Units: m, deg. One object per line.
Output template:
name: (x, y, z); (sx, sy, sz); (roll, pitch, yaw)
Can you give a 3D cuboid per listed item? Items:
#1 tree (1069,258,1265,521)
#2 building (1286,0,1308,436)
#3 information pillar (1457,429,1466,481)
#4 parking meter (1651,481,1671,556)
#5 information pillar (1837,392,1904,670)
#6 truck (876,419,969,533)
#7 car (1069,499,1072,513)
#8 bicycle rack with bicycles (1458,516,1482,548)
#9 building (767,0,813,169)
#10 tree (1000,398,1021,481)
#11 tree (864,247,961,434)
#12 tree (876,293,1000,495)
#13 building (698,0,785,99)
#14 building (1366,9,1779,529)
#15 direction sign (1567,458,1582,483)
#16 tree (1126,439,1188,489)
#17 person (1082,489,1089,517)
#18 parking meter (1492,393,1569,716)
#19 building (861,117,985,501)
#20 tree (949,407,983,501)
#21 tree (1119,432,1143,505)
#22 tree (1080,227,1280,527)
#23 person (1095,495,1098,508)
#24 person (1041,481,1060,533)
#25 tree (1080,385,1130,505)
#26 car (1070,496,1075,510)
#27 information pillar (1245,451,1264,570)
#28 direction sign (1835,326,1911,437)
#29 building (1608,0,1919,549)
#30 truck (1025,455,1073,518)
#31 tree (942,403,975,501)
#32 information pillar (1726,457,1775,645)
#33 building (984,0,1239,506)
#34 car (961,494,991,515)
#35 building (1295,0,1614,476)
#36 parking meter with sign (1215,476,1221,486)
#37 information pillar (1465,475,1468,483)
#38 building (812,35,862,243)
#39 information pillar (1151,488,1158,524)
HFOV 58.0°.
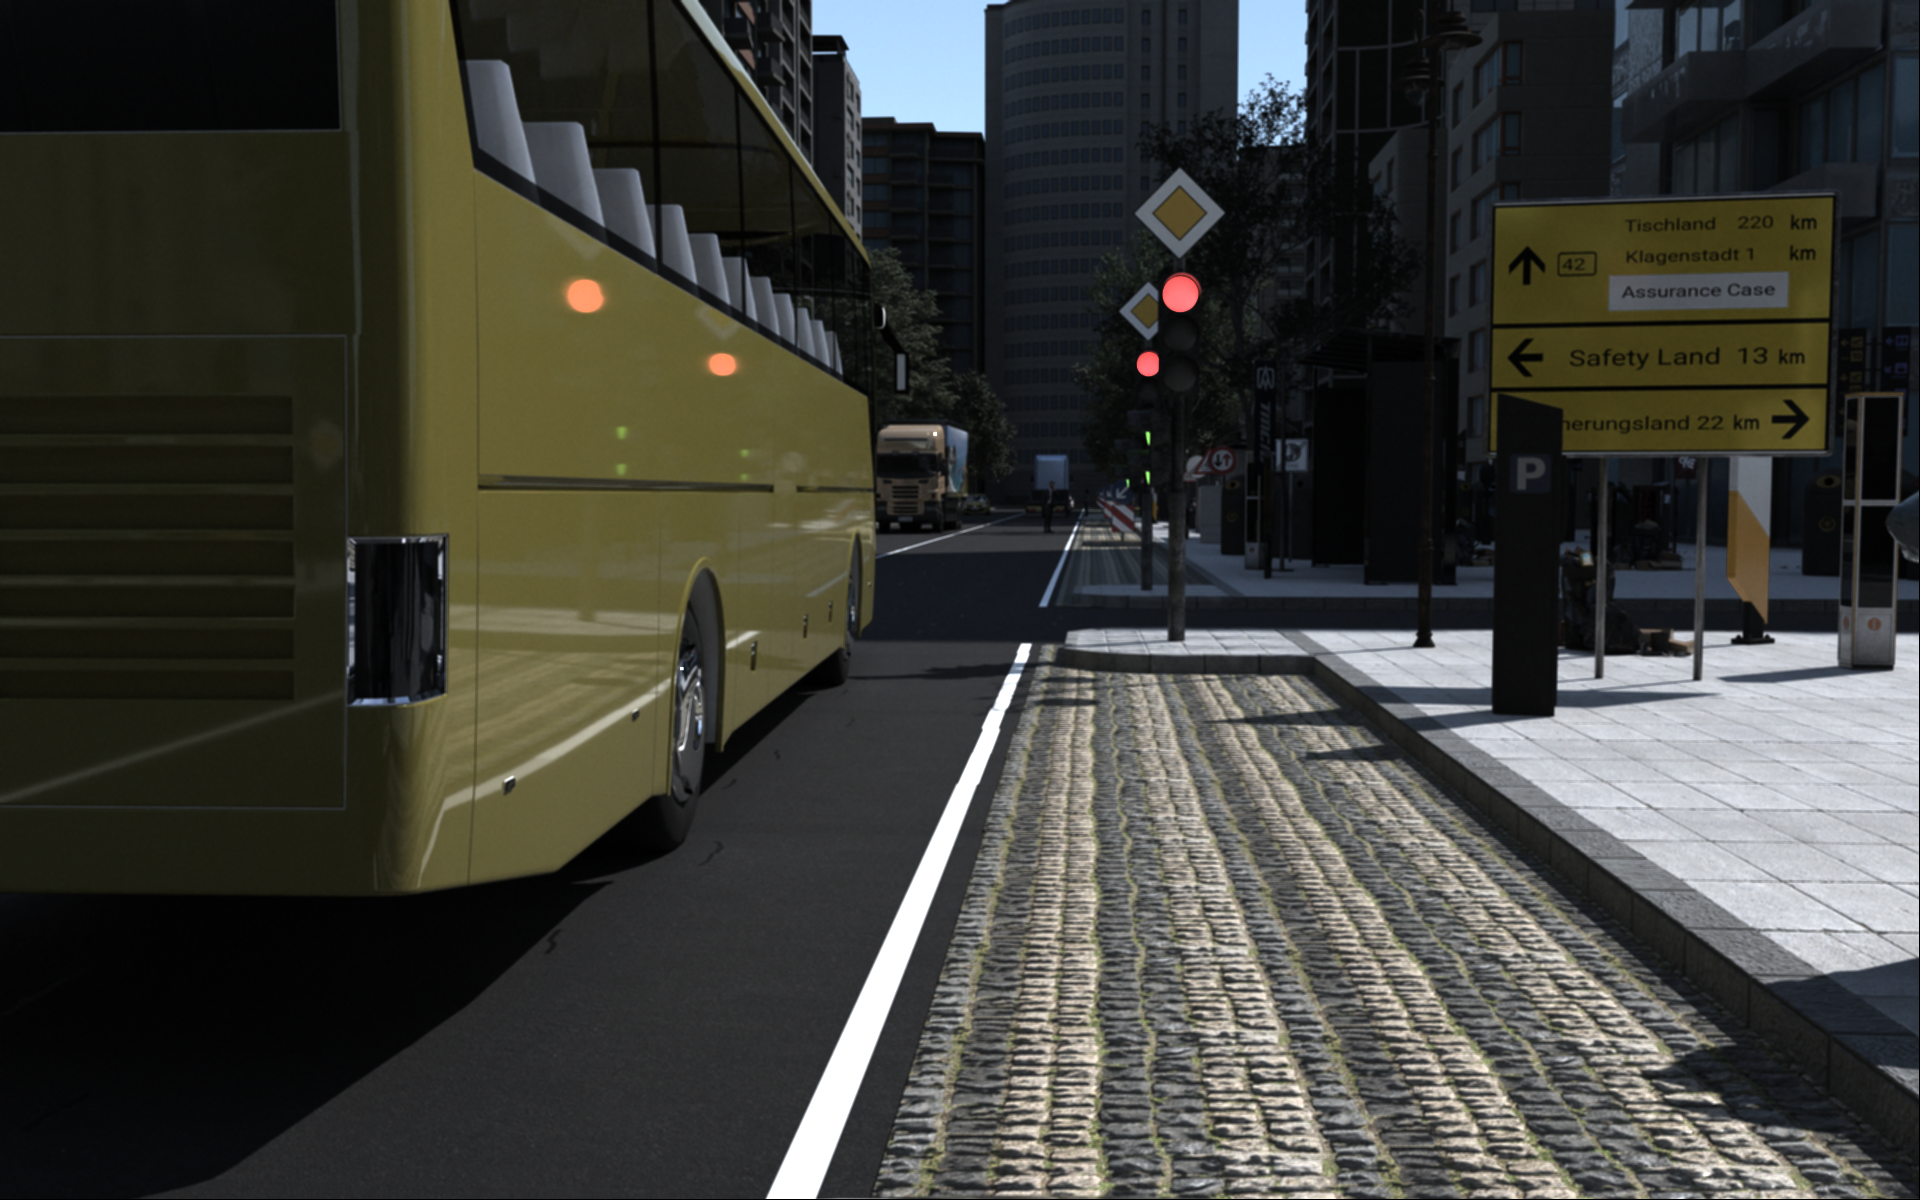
tree: (9.843, -10.163, 83.177); (9.611, 12.733, 9.660); (0, 3, 0)
building: (37.358, -50.832, 143.776); (22.319, 86.520, 31.000); (0, 4, 4)
information pillar: (17.945, -4.339, 62.290); (0.504, 3.616, 0.183); (3, 5, 39)
parking meter: (13.551, -1.538, 33.554); (0.372, 1.533, 0.369); (0, 3, 0)
information pillar: (6.665, -0.501, 12.688); (0.304, 2.012, 0.304); (1, 4, 8)
truck: (-1.447, -4.784, 67.127); (2.839, 4.237, 11.283); (0, 4, 6)
car: (7.416, -7.352, 129.988); (2.009, 1.686, 4.222); (0, 4, 6)
bicycle rack with bicycles: (10.769, -1.673, 40.732); (2.925, 0.926, 2.852); (0, 4, 6)
building: (-20.469, -42.835, 138.605); (20.563, 71.187, 20.611); (0, 4, 4)
tree: (0.895, -14.693, 157.240); (9.611, 12.733, 9.660); (0, 3, 0)
tree: (-3.857, -9.863, 79.392); (7.486, 12.596, 7.792); (0, 3, 0)
tree: (-3.685, -11.037, 97.461); (9.611, 12.733, 9.660); (0, 3, 0)
building: (-23.766, -28.151, 114.896); (22.147, 44.769, 28.867); (0, 4, 4)
building: (34.108, -14.108, 75.705); (27.650, 21.520, 28.899); (0, 4, 4)
direction sign: (20.526, -4.057, 58.322); (0.876, 3.537, 0.379); (-1, 4, -8)
tree: (13.741, -10.926, 128.999); (4.737, 8.622, 4.395); (0, 3, 0)
person: (7.919, -6.139, 109.586); (0.721, 1.735, 1.217); (-1, 4, -11)
parking meter: (3.323, -0.268, 10.090); (0.399, 1.863, 0.255); (1, 4, 16)
building: (-11.298, -33.616, 204.244); (28.867, 44.769, 22.147); (0, 4, 4)
tree: (-0.295, -11.987, 146.351); (4.737, 8.622, 4.395); (0, 3, 0)
tree: (15.638, -12.645, 157.100); (4.360, 8.622, 3.978); (0, 3, 0)
tree: (8.381, -8.607, 66.481); (9.928, 11.665, 9.643); (0, 3, 0)
person: (13.282, -9.580, 165.851); (1.217, 1.743, 0.721); (1, 4, 22)
person: (3.341, -3.422, 63.816); (0.648, 1.900, 0.474); (-3, 4, -36)
tree: (13.934, -13.879, 145.051); (7.486, 12.596, 7.792); (0, 3, 0)
car: (9.339, -8.832, 156.764); (2.083, 1.381, 4.827); (0, 4, 5)
information pillar: (5.052, -1.526, 29.435); (0.304, 2.012, 0.304); (3, 5, 44)
direction sign: (12.415, -1.934, 23.622); (0.876, 3.537, 0.379); (2, 4, 28)
building: (32.640, -25.925, 43.489); (30.456, 49.044, 23.786); (0, 4, 4)
truck: (5.812, -7.523, 112.758); (2.967, 4.110, 18.799); (0, 4, 4)
tree: (-0.565, -11.220, 133.813); (4.360, 8.622, 3.978); (0, 3, 0)
information pillar: (6.738, -1.429, 14.719); (0.504, 3.616, 0.183); (-2, 4, -32)
building: (17.132, -40.324, 201.297); (28.212, 58.520, 21.231); (0, 4, 4)
car: (1.132, -6.558, 117.449); (2.015, 1.641, 3.980); (0, 4, 4)
building: (33.188, -41.619, 118.726); (20.563, 71.187, 20.611); (0, 4, 4)
parking meter with sign: (11.471, -4.833, 75.282); (1.738, 3.016, 0.543); (-1, 4, -15)
information pillar: (18.998, -3.730, 65.484); (0.304, 2.012, 0.304); (2, 4, 35)
building: (-16.315, -29.011, 157.928); (14.086, 41.232, 14.154); (0, 4, 4)
information pillar: (8.293, -5.071, 74.258); (0.183, 3.616, 0.504); (-2, 4, -24)
